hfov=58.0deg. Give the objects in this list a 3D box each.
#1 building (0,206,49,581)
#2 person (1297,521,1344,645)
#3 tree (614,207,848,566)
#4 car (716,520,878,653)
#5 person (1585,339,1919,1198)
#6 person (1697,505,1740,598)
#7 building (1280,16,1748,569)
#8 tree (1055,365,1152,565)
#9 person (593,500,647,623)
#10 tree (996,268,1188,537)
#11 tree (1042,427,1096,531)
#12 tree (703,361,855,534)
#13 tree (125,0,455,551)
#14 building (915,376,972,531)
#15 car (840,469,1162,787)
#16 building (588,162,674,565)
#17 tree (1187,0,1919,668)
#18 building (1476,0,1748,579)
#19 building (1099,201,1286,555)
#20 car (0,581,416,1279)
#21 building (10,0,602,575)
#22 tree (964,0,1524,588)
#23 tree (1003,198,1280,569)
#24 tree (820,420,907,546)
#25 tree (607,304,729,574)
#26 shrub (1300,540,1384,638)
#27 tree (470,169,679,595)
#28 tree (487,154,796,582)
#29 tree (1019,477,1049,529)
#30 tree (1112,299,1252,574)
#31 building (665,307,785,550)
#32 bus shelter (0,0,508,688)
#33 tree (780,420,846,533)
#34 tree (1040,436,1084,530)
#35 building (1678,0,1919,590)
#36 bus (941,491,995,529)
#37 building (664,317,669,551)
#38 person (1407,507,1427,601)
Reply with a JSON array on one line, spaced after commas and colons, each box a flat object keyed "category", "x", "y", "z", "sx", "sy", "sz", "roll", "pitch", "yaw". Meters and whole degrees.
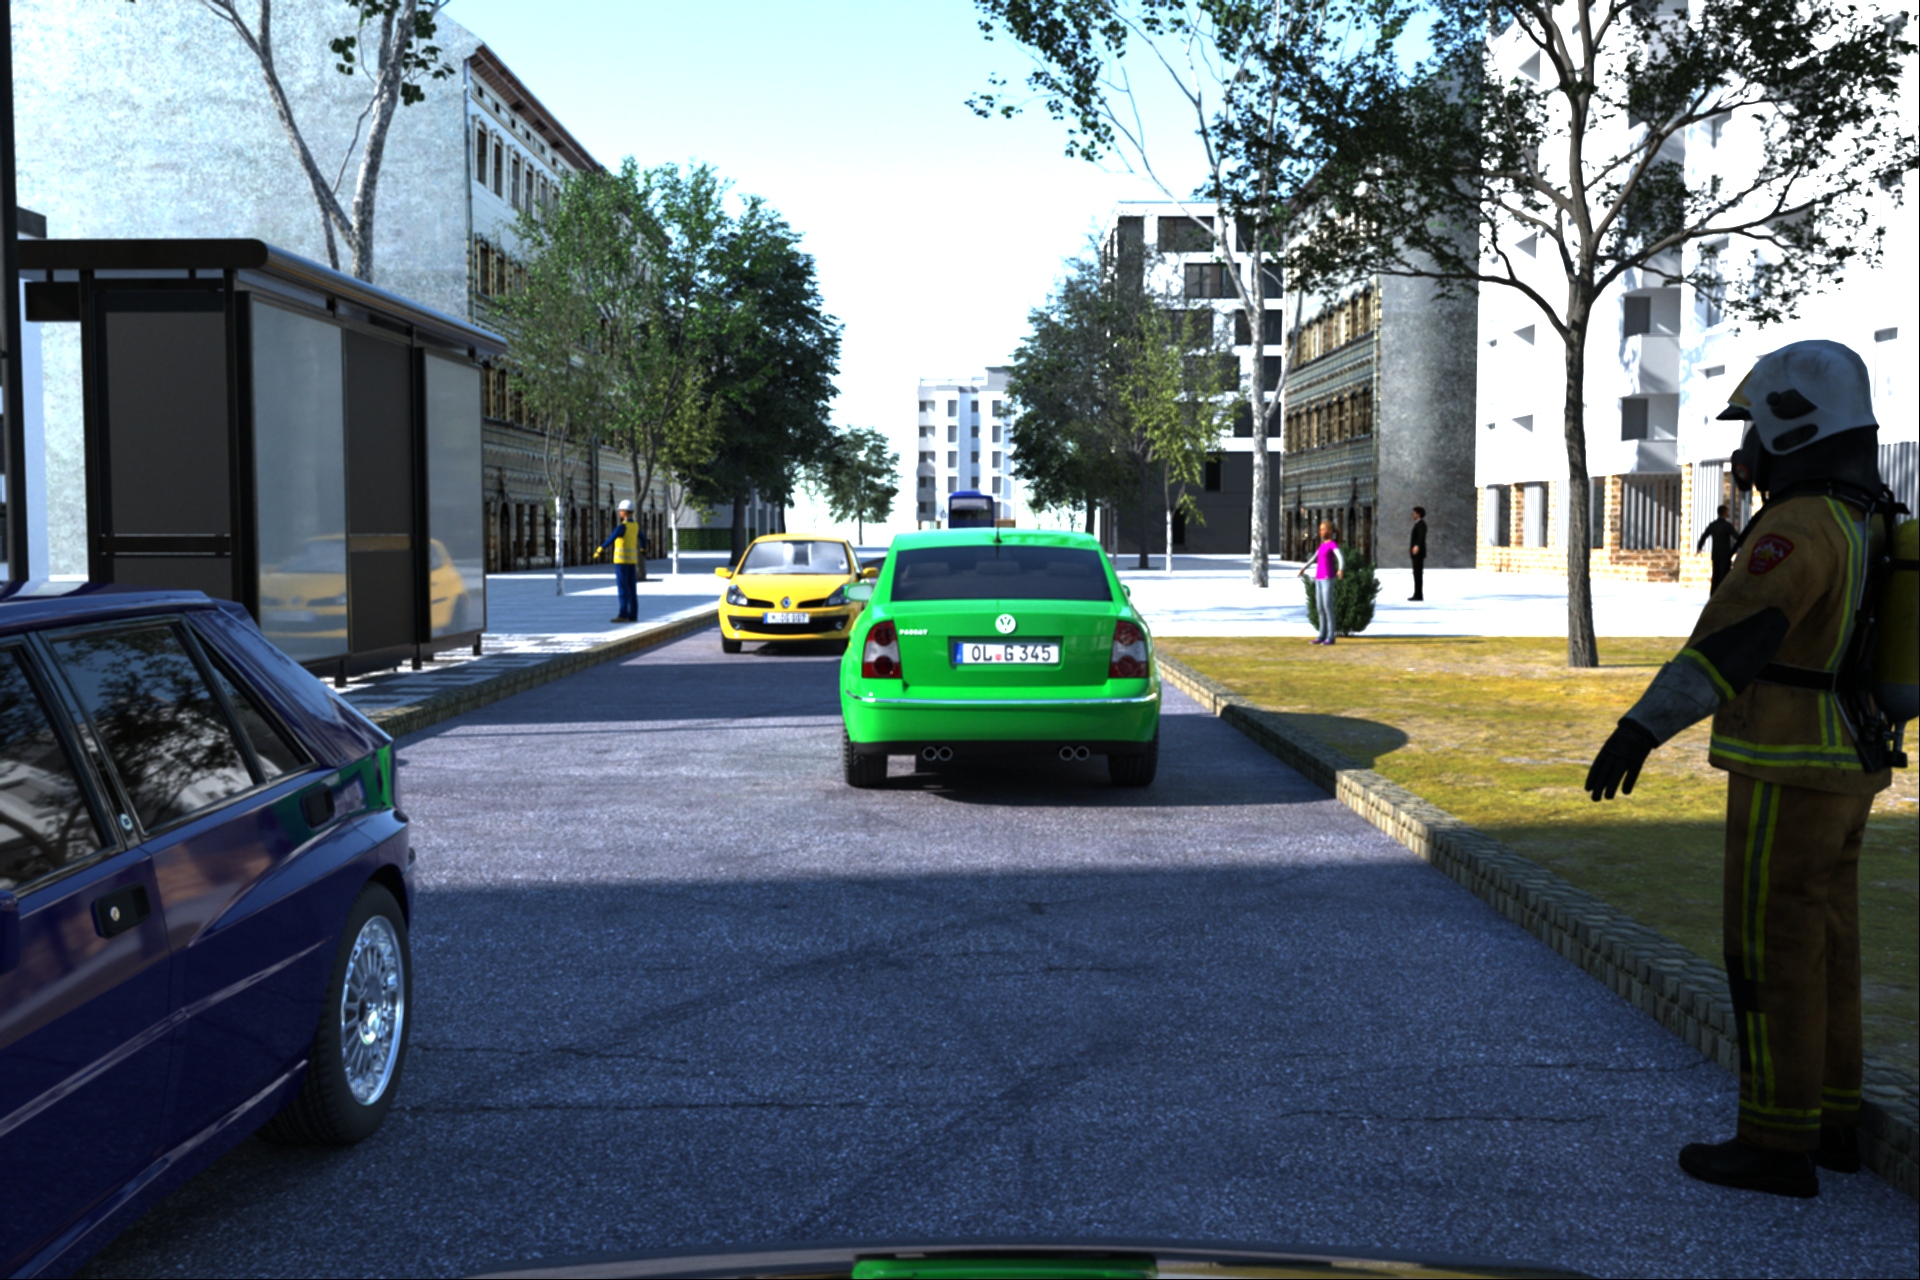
[{"category": "building", "x": -24.809, "y": -5.490, "z": 31.913, "sx": 9.099, "sy": 9.664, "sz": 28.070, "roll": 0, "pitch": 4, "yaw": 0}, {"category": "person", "x": 4.196, "y": -0.663, "z": 20.108, "sx": 0.599, "sy": 1.433, "sz": 0.991, "roll": -1, "pitch": 4, "yaw": -18}, {"category": "tree", "x": -8.891, "y": -9.925, "z": 68.931, "sx": 9.857, "sy": 13.997, "sz": 8.962, "roll": 0, "pitch": 3, "yaw": 0}, {"category": "car", "x": -2.025, "y": -0.723, "z": 22.050, "sx": 2.015, "sy": 1.641, "sz": 3.980, "roll": 0, "pitch": 4, "yaw": 0}, {"category": "person", "x": 1.844, "y": 0.267, "z": 3.866, "sx": 1.354, "sy": 1.858, "sz": 0.705, "roll": -3, "pitch": 5, "yaw": -41}, {"category": "person", "x": 13.752, "y": -1.529, "z": 31.232, "sx": 0.704, "sy": 1.802, "sz": 1.346, "roll": -1, "pitch": 4, "yaw": -21}, {"category": "building", "x": 24.564, "y": -14.785, "z": 72.660, "sx": 19.493, "sy": 23.208, "sz": 18.063, "roll": 0, "pitch": 4, "yaw": 0}, {"category": "tree", "x": 6.712, "y": -7.492, "z": 72.860, "sx": 4.360, "sy": 8.622, "sz": 3.978, "roll": 0, "pitch": 3, "yaw": 0}, {"category": "person", "x": -4.925, "y": -1.149, "z": 25.242, "sx": 0.721, "sy": 1.772, "sz": 1.216, "roll": 2, "pitch": 4, "yaw": 25}, {"category": "tree", "x": 6.394, "y": -10.847, "z": 83.998, "sx": 9.857, "sy": 13.997, "sz": 8.962, "roll": 0, "pitch": 3, "yaw": 0}, {"category": "tree", "x": 6.113, "y": -8.850, "z": 95.057, "sx": 4.360, "sy": 8.622, "sz": 3.978, "roll": 0, "pitch": 3, "yaw": 0}, {"category": "tree", "x": -8.863, "y": -9.274, "z": 86.045, "sx": 8.767, "sy": 10.594, "sz": 7.601, "roll": -3, "pitch": 5, "yaw": -43}, {"category": "tree", "x": -9.908, "y": -10.371, "z": 25.454, "sx": 12.611, "sy": 20.169, "sz": 13.585, "roll": 0, "pitch": 3, "yaw": 0}, {"category": "building", "x": -4.815, "y": -20.805, "z": 199.038, "sx": 11.380, "sy": 20.090, "sz": 16.016, "roll": 0, "pitch": 4, "yaw": -1}, {"category": "car", "x": 0.200, "y": -0.147, "z": 11.198, "sx": 1.959, "sy": 1.807, "sz": 4.718, "roll": 0, "pitch": 4, "yaw": -1}, {"category": "building", "x": -24.421, "y": -15.258, "z": 80.401, "sx": 19.493, "sy": 23.208, "sz": 18.063, "roll": 0, "pitch": 4, "yaw": 0}, {"category": "tree", "x": 5.689, "y": -5.020, "z": 16.492, "sx": 7.601, "sy": 10.594, "sz": 8.767, "roll": 0, "pitch": 4, "yaw": 6}, {"category": "building", "x": 22.942, "y": -12.331, "z": 58.024, "sx": 16.016, "sy": 20.090, "sz": 11.380, "roll": 0, "pitch": 4, "yaw": -1}, {"category": "building", "x": 23.651, "y": -17.064, "z": 122.975, "sx": 27.936, "sy": 21.610, "sz": 32.646, "roll": 0, "pitch": 3, "yaw": 0}, {"category": "car", "x": -2.235, "y": 0.597, "z": 2.815, "sx": 1.945, "sy": 1.354, "sz": 3.894, "roll": 0, "pitch": 4, "yaw": 0}, {"category": "building", "x": -24.397, "y": -14.147, "z": 62.229, "sx": 19.493, "sy": 23.208, "sz": 18.063, "roll": 0, "pitch": 4, "yaw": 0}, {"category": "tree", "x": 6.139, "y": -11.241, "z": 39.684, "sx": 12.611, "sy": 20.169, "sz": 13.585, "roll": 0, "pitch": 3, "yaw": 0}, {"category": "tree", "x": 6.698, "y": -9.356, "z": 63.333, "sx": 12.009, "sy": 13.543, "sz": 11.850, "roll": 0, "pitch": 3, "yaw": 0}, {"category": "tree", "x": -11.063, "y": -17.554, "z": 193.666, "sx": 9.857, "sy": 13.997, "sz": 8.962, "roll": 0, "pitch": 3, "yaw": 0}, {"category": "tree", "x": -9.126, "y": -6.404, "z": 55.076, "sx": 4.737, "sy": 8.622, "sz": 4.395, "roll": 0, "pitch": 3, "yaw": 0}, {"category": "shrub", "x": 4.755, "y": -0.639, "z": 21.567, "sx": 1.383, "sy": 1.207, "sz": 1.383, "roll": 0, "pitch": 3, "yaw": 0}, {"category": "tree", "x": -8.562, "y": -5.229, "z": 35.853, "sx": 4.360, "sy": 8.622, "sz": 3.978, "roll": 0, "pitch": 3, "yaw": 0}, {"category": "tree", "x": -8.517, "y": -7.382, "z": 46.446, "sx": 9.928, "sy": 11.665, "sz": 9.643, "roll": 0, "pitch": 3, "yaw": 0}, {"category": "tree", "x": 8.710, "y": -14.865, "z": 193.407, "sx": 4.737, "sy": 8.622, "sz": 4.395, "roll": 0, "pitch": 3, "yaw": 0}, {"category": "tree", "x": 6.884, "y": -6.389, "z": 54.829, "sx": 4.737, "sy": 8.622, "sz": 4.395, "roll": 0, "pitch": 3, "yaw": 0}, {"category": "building", "x": -25.174, "y": -17.386, "z": 150.714, "sx": 16.747, "sy": 18.905, "sz": 31.486, "roll": 0, "pitch": 4, "yaw": 0}, {"category": "bus shelter", "x": -5.933, "y": -2.215, "z": 13.844, "sx": 2.179, "sy": 5.291, "sz": 8.768, "roll": 0, "pitch": 4, "yaw": 1}, {"category": "tree", "x": -8.735, "y": -9.425, "z": 104.456, "sx": 4.360, "sy": 8.622, "sz": 3.978, "roll": 0, "pitch": 3, "yaw": 0}, {"category": "tree", "x": 6.323, "y": -9.556, "z": 106.602, "sx": 4.737, "sy": 8.622, "sz": 4.395, "roll": 0, "pitch": 3, "yaw": 0}, {"category": "building", "x": 21.876, "y": -11.118, "z": 38.195, "sx": 16.016, "sy": 20.090, "sz": 11.380, "roll": 0, "pitch": 4, "yaw": 0}, {"category": "bus", "x": 0.436, "y": -6.598, "z": 99.419, "sx": 2.896, "sy": 3.916, "sz": 12.251, "roll": 0, "pitch": 4, "yaw": -2}, {"category": "building", "x": -27.006, "y": -16.011, "z": 118.205, "sx": 16.016, "sy": 20.090, "sz": 11.380, "roll": 0, "pitch": 4, "yaw": -1}, {"category": "person", "x": 8.780, "y": -1.659, "z": 33.309, "sx": 0.705, "sy": 1.806, "sz": 1.347, "roll": 1, "pitch": 4, "yaw": 11}]
